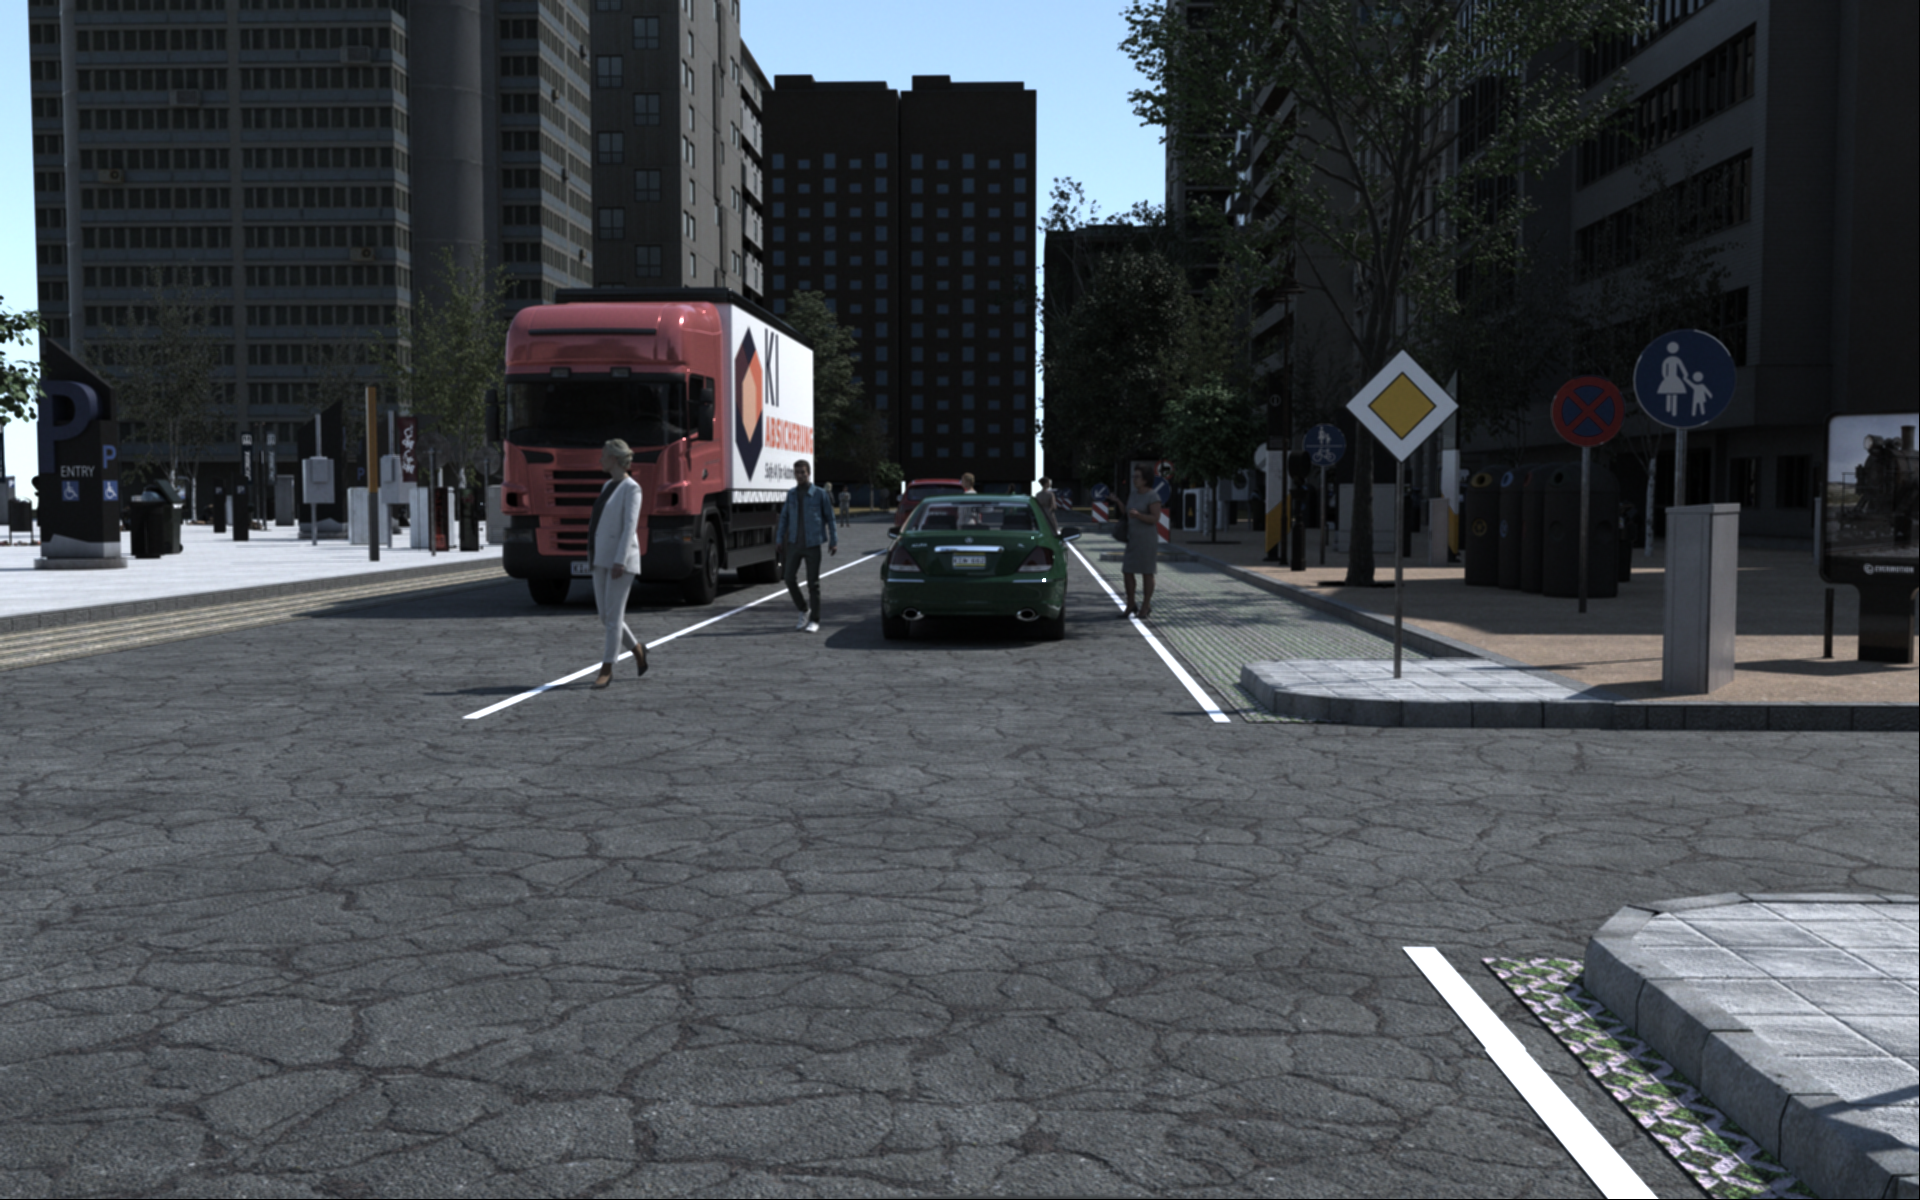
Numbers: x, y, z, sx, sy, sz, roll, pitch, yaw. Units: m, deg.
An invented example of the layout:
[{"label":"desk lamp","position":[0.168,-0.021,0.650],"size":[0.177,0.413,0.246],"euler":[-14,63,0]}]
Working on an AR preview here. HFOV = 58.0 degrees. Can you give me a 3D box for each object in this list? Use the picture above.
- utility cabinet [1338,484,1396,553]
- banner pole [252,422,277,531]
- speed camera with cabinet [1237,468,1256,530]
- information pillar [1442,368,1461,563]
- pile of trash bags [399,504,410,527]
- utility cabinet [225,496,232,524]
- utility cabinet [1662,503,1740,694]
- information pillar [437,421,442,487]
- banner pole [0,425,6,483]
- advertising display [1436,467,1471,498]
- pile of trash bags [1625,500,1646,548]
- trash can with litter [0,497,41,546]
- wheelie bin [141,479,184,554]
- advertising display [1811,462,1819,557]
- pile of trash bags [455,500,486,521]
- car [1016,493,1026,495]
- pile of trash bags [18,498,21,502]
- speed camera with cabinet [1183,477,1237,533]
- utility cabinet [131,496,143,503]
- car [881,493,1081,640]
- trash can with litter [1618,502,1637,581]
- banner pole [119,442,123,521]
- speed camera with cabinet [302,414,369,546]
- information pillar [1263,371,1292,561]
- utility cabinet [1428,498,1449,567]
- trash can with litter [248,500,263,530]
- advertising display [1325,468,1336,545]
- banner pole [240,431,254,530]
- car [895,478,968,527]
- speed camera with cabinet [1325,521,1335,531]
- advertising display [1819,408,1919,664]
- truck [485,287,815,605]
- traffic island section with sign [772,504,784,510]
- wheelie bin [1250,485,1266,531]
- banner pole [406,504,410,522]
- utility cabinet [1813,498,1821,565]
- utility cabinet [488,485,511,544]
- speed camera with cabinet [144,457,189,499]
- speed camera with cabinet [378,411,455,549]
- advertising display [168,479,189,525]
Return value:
[{"label":"utility cabinet","position":[8.830,-1.768,37.588],"size":[1.173,1.500,0.318],"euler":[1,4,10]},{"label":"banner pole","position":[-24.111,-4.306,60.420],"size":[0.863,3.779,0.401],"euler":[2,4,28]},{"label":"speed camera with cabinet","position":[9.578,-4.149,62.172],"size":[2.038,3.252,0.660],"euler":[3,4,38]},{"label":"information pillar","position":[9.221,-2.518,32.520],"size":[0.183,3.616,0.504],"euler":[-1,4,-15]},{"label":"pile of trash bags","position":[-22.920,-3.574,68.180],"size":[1.912,1.369,3.447],"euler":[-2,4,-31]},{"label":"utility cabinet","position":[-30.751,-3.808,73.423],"size":[1.020,1.237,0.306],"euler":[0,4,8]},{"label":"utility cabinet","position":[4.941,-0.024,11.560],"size":[0.306,1.237,1.020],"euler":[2,4,33]},{"label":"information pillar","position":[-16.708,-3.933,55.667],"size":[0.183,3.616,0.504],"euler":[-1,4,-11]},{"label":"banner pole","position":[-27.059,-3.576,48.492],"size":[0.401,3.779,0.863],"euler":[1,4,18]},{"label":"advertising display","position":[11.804,-2.218,41.475],"size":[0.974,1.923,0.123],"euler":[-2,4,-26]},{"label":"pile of trash bags","position":[15.095,-1.988,42.261],"size":[1.912,1.369,3.447],"euler":[-2,4,-24]},{"label":"trash can with litter","position":[-23.778,-1.962,43.143],"size":[2.233,1.210,1.678],"euler":[-1,4,-10]},{"label":"wheelie bin","position":[-17.072,-1.782,37.041],"size":[0.693,1.594,0.980],"euler":[0,4,-4]},{"label":"advertising display","position":[17.618,-1.852,35.502],"size":[0.123,1.923,0.974],"euler":[3,4,36]},{"label":"pile of trash bags","position":[-22.695,-4.450,82.511],"size":[1.912,1.369,3.447],"euler":[-3,4,-37]},{"label":"car","position":[3.837,-6.580,116.375],"size":[1.959,1.807,4.718],"euler":[0,4,4]},{"label":"pile of trash bags","position":[-48.553,-4.753,87.462],"size":[1.912,1.369,3.447],"euler":[0,4,-3]},{"label":"speed camera with cabinet","position":[8.332,-3.917,58.376],"size":[0.660,3.252,2.038],"euler":[-2,4,-28]},{"label":"utility cabinet","position":[-31.207,-3.381,66.442],"size":[0.306,1.237,1.020],"euler":[3,4,37]},{"label":"car","position":[0.228,-0.410,18.497],"size":[2.131,1.459,4.920],"euler":[0,4,4]},{"label":"trash can with litter","position":[9.395,-0.863,25.494],"size":[0.624,1.170,1.055],"euler":[-3,5,-39]},{"label":"banner pole","position":[-40.640,-5.722,83.579],"size":[0.401,3.779,0.863],"euler":[1,4,11]},{"label":"speed camera with cabinet","position":[-15.405,-3.009,43.537],"size":[2.038,3.252,0.660],"euler":[-2,4,-28]},{"label":"information pillar","position":[6.056,-2.547,32.995],"size":[0.504,3.616,0.183],"euler":[-1,4,-12]},{"label":"utility cabinet","position":[8.542,-1.210,30.947],"size":[0.306,1.237,1.020],"euler":[1,4,12]},{"label":"trash can with litter","position":[-25.608,-3.129,62.546],"size":[1.055,1.170,0.624],"euler":[2,4,28]},{"label":"advertising display","position":[9.565,-2.330,43.317],"size":[0.974,1.923,0.123],"euler":[-1,4,-20]},{"label":"banner pole","position":[-24.959,-4.343,61.026],"size":[0.401,3.779,0.863],"euler":[2,4,29]},{"label":"car","position":[-0.499,-2.125,43.421],"size":[2.281,1.827,5.304],"euler":[0,4,2]},{"label":"speed camera with cabinet","position":[13.230,-4.063,60.765],"size":[0.660,3.252,2.038],"euler":[0,4,-5]},{"label":"advertising display","position":[7.079,-0.488,13.192],"size":[0.123,1.923,0.974],"euler":[-3,5,-43]},{"label":"truck","position":[-4.176,-2.259,25.849],"size":[2.839,4.237,11.283],"euler":[0,4,3]},{"label":"traffic island section with sign","position":[-6.834,-3.390,64.054],"size":[1.989,1.847,2.006],"euler":[0,4,2]},{"label":"wheelie bin","position":[10.537,-3.209,60.369],"size":[0.980,1.594,0.693],"euler":[-2,4,-32]},{"label":"banner pole","position":[-25.707,-5.561,80.931],"size":[0.401,3.779,0.863],"euler":[2,4,24]},{"label":"utility cabinet","position":[15.890,-1.219,31.085],"size":[0.306,1.237,1.020],"euler":[-2,4,-32]},{"label":"utility cabinet","position":[-11.225,-2.124,43.404],"size":[1.173,1.500,0.318],"euler":[1,4,12]},{"label":"speed camera with cabinet","position":[-39.418,-5.606,85.989],"size":[0.660,3.252,2.038],"euler":[3,4,36]},{"label":"speed camera with cabinet","position":[-12.807,-2.846,40.871],"size":[2.038,3.252,0.660],"euler":[2,4,35]},{"label":"advertising display","position":[-32.927,-4.144,72.973],"size":[0.974,1.923,0.123],"euler":[1,4,22]}]
